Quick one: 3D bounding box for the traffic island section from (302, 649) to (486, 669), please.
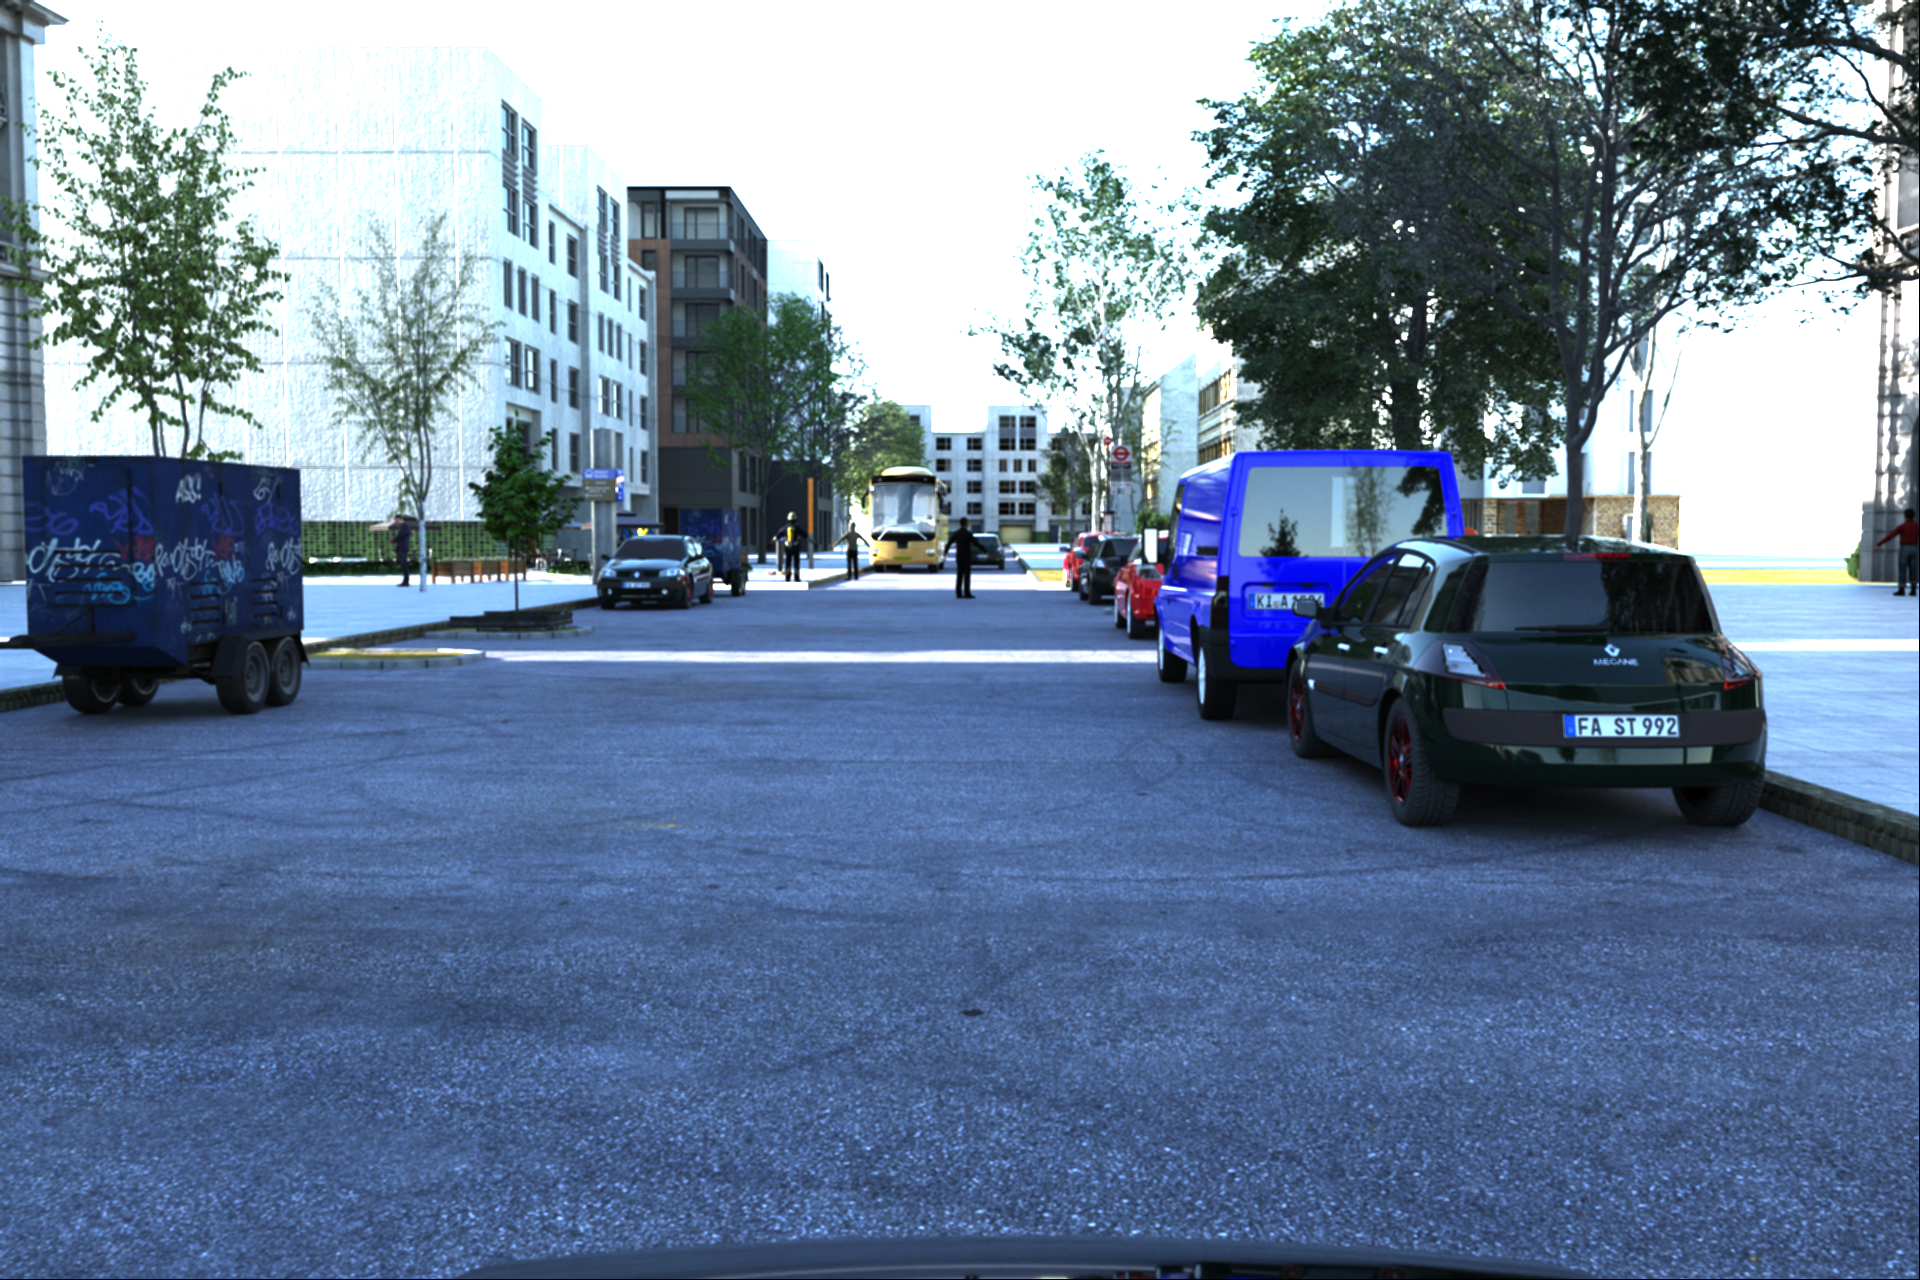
[{"bbox_3d":[-6.428,0.216,19.342,1.991,0.108,1.994,0,4,1],"label":"traffic island section"}]

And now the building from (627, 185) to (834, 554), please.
[{"bbox_3d":[-23.845,-16.772,118.190,27.936,21.610,32.646,0,4,0],"label":"building"}]

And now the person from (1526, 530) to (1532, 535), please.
[{"bbox_3d":[21.351,-3.427,65.291,0.991,1.433,0.599,-3,5,-39],"label":"person"}]

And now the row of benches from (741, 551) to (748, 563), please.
[{"bbox_3d":[-9.769,-2.994,64.408,4.104,0.672,1.422,0,4,-7],"label":"row of benches"}]

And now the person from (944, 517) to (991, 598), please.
[{"bbox_3d":[0.106,-1.834,38.673,1.346,1.802,0.704,3,5,41],"label":"person"}]

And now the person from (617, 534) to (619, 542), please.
[{"bbox_3d":[-15.638,-4.360,77.466,1.347,1.806,0.705,3,5,40],"label":"person"}]

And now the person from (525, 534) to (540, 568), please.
[{"bbox_3d":[-16.129,-3.637,65.241,0.705,1.858,1.354,0,4,-3],"label":"person"}]

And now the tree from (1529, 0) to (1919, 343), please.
[{"bbox_3d":[9.200,-4.909,14.673,8.767,10.594,7.601,1,4,20],"label":"tree"}]

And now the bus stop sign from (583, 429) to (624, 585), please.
[{"bbox_3d":[-8.983,-3.344,43.685,0.837,3.901,0.837,0,4,2],"label":"bus stop sign"}]

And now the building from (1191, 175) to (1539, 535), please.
[{"bbox_3d":[24.600,-16.718,104.273,19.493,23.208,18.063,0,4,2],"label":"building"}]

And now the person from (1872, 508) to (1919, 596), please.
[{"bbox_3d":[19.708,-1.830,36.030,1.345,1.816,0.704,0,4,2],"label":"person"}]

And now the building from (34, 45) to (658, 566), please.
[{"bbox_3d":[-25.168,-12.994,78.910,16.747,18.905,31.486,0,4,1],"label":"building"}]

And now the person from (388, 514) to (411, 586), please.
[{"bbox_3d":[-13.761,-2.203,42.505,0.568,1.767,0.683,-3,4,-38],"label":"person"}]

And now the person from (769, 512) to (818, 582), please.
[{"bbox_3d":[-4.462,-2.473,46.213,1.354,1.856,0.705,0,4,6],"label":"person"}]

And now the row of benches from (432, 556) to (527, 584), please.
[{"bbox_3d":[-12.973,-1.912,46.721,1.422,0.672,4.104,1,4,14],"label":"row of benches"}]

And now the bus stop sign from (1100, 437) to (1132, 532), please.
[{"bbox_3d":[4.268,-3.593,47.449,0.855,3.939,0.416,0,4,0],"label":"bus stop sign"}]

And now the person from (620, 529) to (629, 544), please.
[{"bbox_3d":[-12.708,-3.649,65.796,0.704,1.817,1.347,-1,4,-10],"label":"person"}]

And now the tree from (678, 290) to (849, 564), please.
[{"bbox_3d":[-8.286,-9.028,73.361,9.928,11.665,9.643,0,3,0],"label":"tree"}]

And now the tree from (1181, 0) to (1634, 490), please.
[{"bbox_3d":[9.676,-8.008,37.581,9.857,13.997,8.962,0,3,0],"label":"tree"}]

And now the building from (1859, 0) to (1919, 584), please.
[{"bbox_3d":[27.709,-11.604,30.377,13.314,22.015,24.055,0,4,2],"label":"building"}]

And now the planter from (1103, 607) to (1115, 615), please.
[{"bbox_3d":[3.588,-0.612,31.151,1.991,0.319,1.994,0,4,2],"label":"planter"}]

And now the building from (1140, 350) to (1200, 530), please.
[{"bbox_3d":[28.959,-21.283,178.907,19.493,23.208,18.063,0,4,1],"label":"building"}]

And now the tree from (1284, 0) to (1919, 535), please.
[{"bbox_3d":[9.256,-7.046,25.568,12.009,13.543,11.850,0,3,0],"label":"tree"}]

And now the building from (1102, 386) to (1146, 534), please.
[{"bbox_3d":[27.063,-21.317,214.985,16.747,18.905,31.486,0,4,1],"label":"building"}]

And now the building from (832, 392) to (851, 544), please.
[{"bbox_3d":[-23.351,-21.398,216.317,16.747,18.905,31.486,0,4,1],"label":"building"}]

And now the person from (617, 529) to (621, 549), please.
[{"bbox_3d":[-16.033,-4.614,81.582,0.704,1.843,1.345,2,4,25],"label":"person"}]

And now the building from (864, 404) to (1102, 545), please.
[{"bbox_3d":[2.738,-22.825,242.111,31.486,18.905,16.747,0,4,-6],"label":"building"}]

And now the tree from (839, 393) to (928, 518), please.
[{"bbox_3d":[-6.419,-13.571,140.019,7.486,12.596,7.792,0,3,0],"label":"tree"}]

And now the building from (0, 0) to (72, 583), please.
[{"bbox_3d":[-29.638,-11.738,32.570,13.314,22.015,24.055,0,4,2],"label":"building"}]

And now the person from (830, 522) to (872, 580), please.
[{"bbox_3d":[-3.360,-2.768,53.842,1.348,1.813,0.705,-1,4,-21],"label":"person"}]

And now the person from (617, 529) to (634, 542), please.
[{"bbox_3d":[-15.177,-4.449,79.016,1.348,1.796,0.705,3,5,44],"label":"person"}]

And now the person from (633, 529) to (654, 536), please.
[{"bbox_3d":[-11.376,-3.443,62.257,1.349,1.833,0.705,2,4,27],"label":"person"}]

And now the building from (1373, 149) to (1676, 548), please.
[{"bbox_3d":[27.293,-14.394,91.764,16.016,20.090,11.380,0,4,1],"label":"building"}]
